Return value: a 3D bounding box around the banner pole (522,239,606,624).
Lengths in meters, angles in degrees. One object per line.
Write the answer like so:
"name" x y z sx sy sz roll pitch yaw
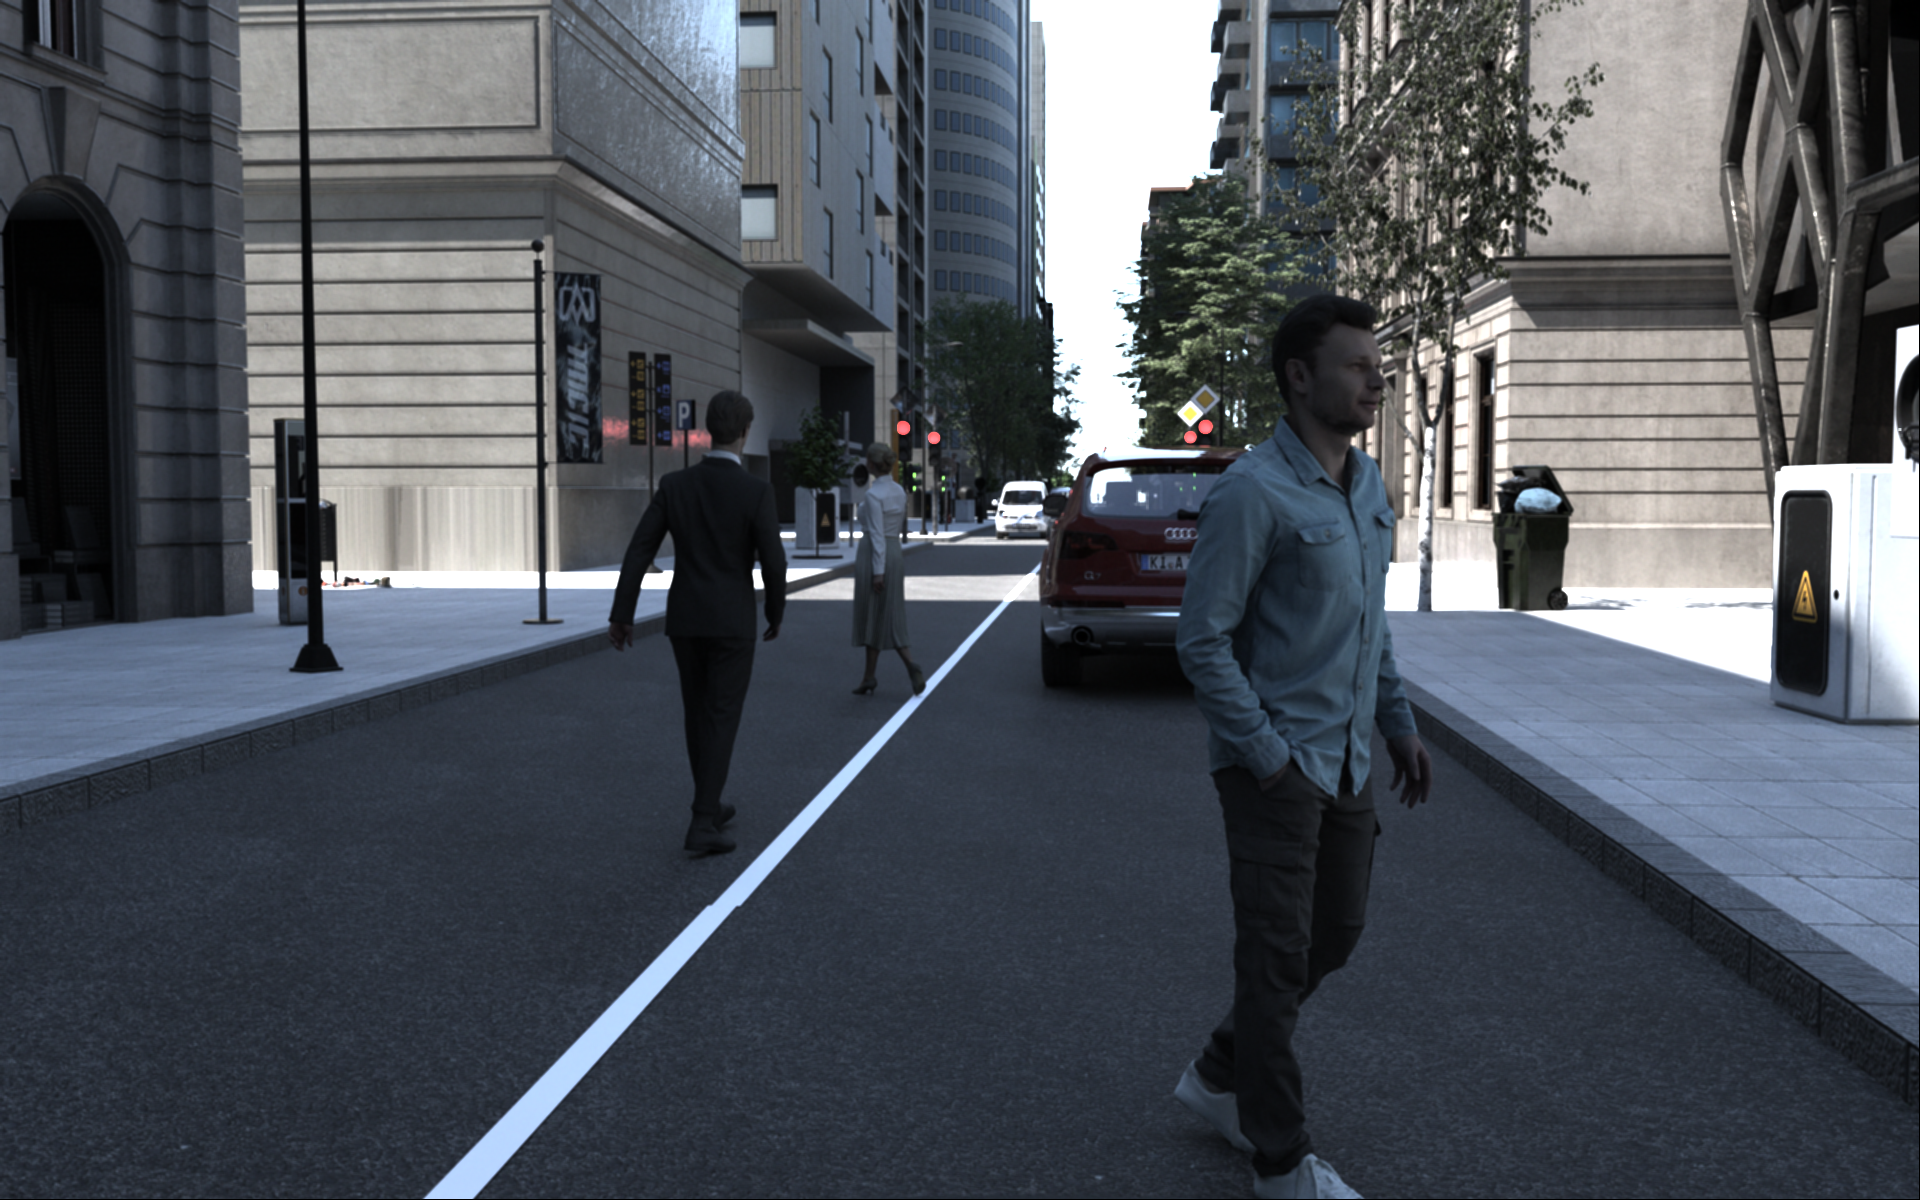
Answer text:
"banner pole" -3.947 -1.665 17.240 0.863 3.779 0.401 -2 4 -28

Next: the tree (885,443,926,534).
"tree" -2.167 -3.774 56.303 1.663 3.219 1.824 0 3 0

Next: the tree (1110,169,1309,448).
"tree" 8.783 -8.764 61.418 7.486 12.596 7.792 0 3 0

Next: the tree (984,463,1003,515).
"tree" 1.872 -6.930 107.899 1.663 3.219 1.824 0 3 0

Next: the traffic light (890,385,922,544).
"traffic light" -1.415 -3.418 44.803 0.839 4.253 0.868 0 4 5

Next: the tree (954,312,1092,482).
"tree" 4.087 -13.108 120.978 9.857 13.997 8.962 0 3 0

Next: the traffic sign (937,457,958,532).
"traffic sign" -0.466 -3.614 59.203 0.768 2.556 0.104 1 4 10

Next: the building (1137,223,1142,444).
"building" 38.962 -37.645 270.111 22.147 44.769 28.867 0 4 5

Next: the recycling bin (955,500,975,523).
"recycling bin" 0.223 -4.011 78.141 0.722 1.027 0.722 1 4 23

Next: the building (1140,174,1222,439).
"building" 36.982 -35.849 240.759 22.147 44.769 28.867 0 4 5

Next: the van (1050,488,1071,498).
"van" 6.397 -6.294 109.918 2.013 2.044 4.112 0 4 5

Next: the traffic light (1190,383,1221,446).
"traffic light" 6.220 -3.379 44.174 0.839 4.253 0.868 0 4 5

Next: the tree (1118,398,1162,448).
"tree" 14.189 -11.127 132.290 4.737 8.622 4.395 0 3 0

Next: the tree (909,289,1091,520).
"tree" 1.214 -9.894 87.518 9.928 11.665 9.643 0 3 0

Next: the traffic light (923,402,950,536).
"traffic light" -0.740 -3.905 52.760 0.839 4.253 0.868 0 4 5

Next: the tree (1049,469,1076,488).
"tree" 14.938 -15.861 243.039 4.285 4.588 4.351 0 3 0

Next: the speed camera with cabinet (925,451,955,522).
"speed camera with cabinet" -0.970 -5.213 79.569 0.660 3.252 2.038 -2 4 -30

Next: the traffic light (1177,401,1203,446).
"traffic light" 6.895 -3.866 52.130 0.839 4.253 0.868 0 4 5

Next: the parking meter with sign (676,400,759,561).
"parking meter with sign" -4.453 -2.231 32.745 1.738 3.016 0.543 -3 5 -40

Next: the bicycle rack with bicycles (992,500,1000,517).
"bicycle rack with bicycles" 1.502 -5.237 99.002 2.852 0.926 2.925 1 4 15

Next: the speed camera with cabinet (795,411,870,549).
"speed camera with cabinet" -2.998 -2.849 40.909 0.660 3.252 2.038 3 4 38

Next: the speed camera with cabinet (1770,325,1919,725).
"speed camera with cabinet" 5.173 -0.925 9.453 0.660 3.252 2.038 0 4 2

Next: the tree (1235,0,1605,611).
"tree" 5.104 -4.197 18.981 4.360 8.622 3.978 0 3 0

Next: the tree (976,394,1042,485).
"tree" 3.257 -9.934 112.785 4.737 8.622 4.395 0 3 0

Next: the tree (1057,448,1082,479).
"tree" 17.303 -21.539 286.574 8.767 10.594 7.601 -1 4 -19

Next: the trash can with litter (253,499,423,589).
"trash can with litter" -8.612 -0.795 24.048 2.233 1.210 1.678 1 4 12

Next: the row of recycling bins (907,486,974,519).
"row of recycling bins" -1.033 -5.152 91.354 3.534 1.692 1.069 0 4 -6

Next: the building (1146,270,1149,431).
"building" 30.709 -27.408 219.814 14.160 30.474 14.107 0 4 5

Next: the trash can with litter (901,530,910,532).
"trash can with litter" -2.519 -2.948 59.258 1.678 1.210 2.233 1 4 21

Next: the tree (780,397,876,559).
"tree" -2.732 -2.447 34.613 1.663 3.219 1.824 0 3 0

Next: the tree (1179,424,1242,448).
"tree" 10.085 -5.369 71.492 4.285 4.588 4.351 0 3 0

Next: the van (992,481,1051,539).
"van" 2.085 -3.018 56.348 2.013 2.044 4.112 0 4 5

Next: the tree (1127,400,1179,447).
"tree" 13.726 -10.319 119.070 4.360 8.622 3.978 0 3 0

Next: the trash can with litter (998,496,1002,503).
"trash can with litter" 3.380 -7.130 127.955 1.055 1.170 0.624 -1 4 -14
